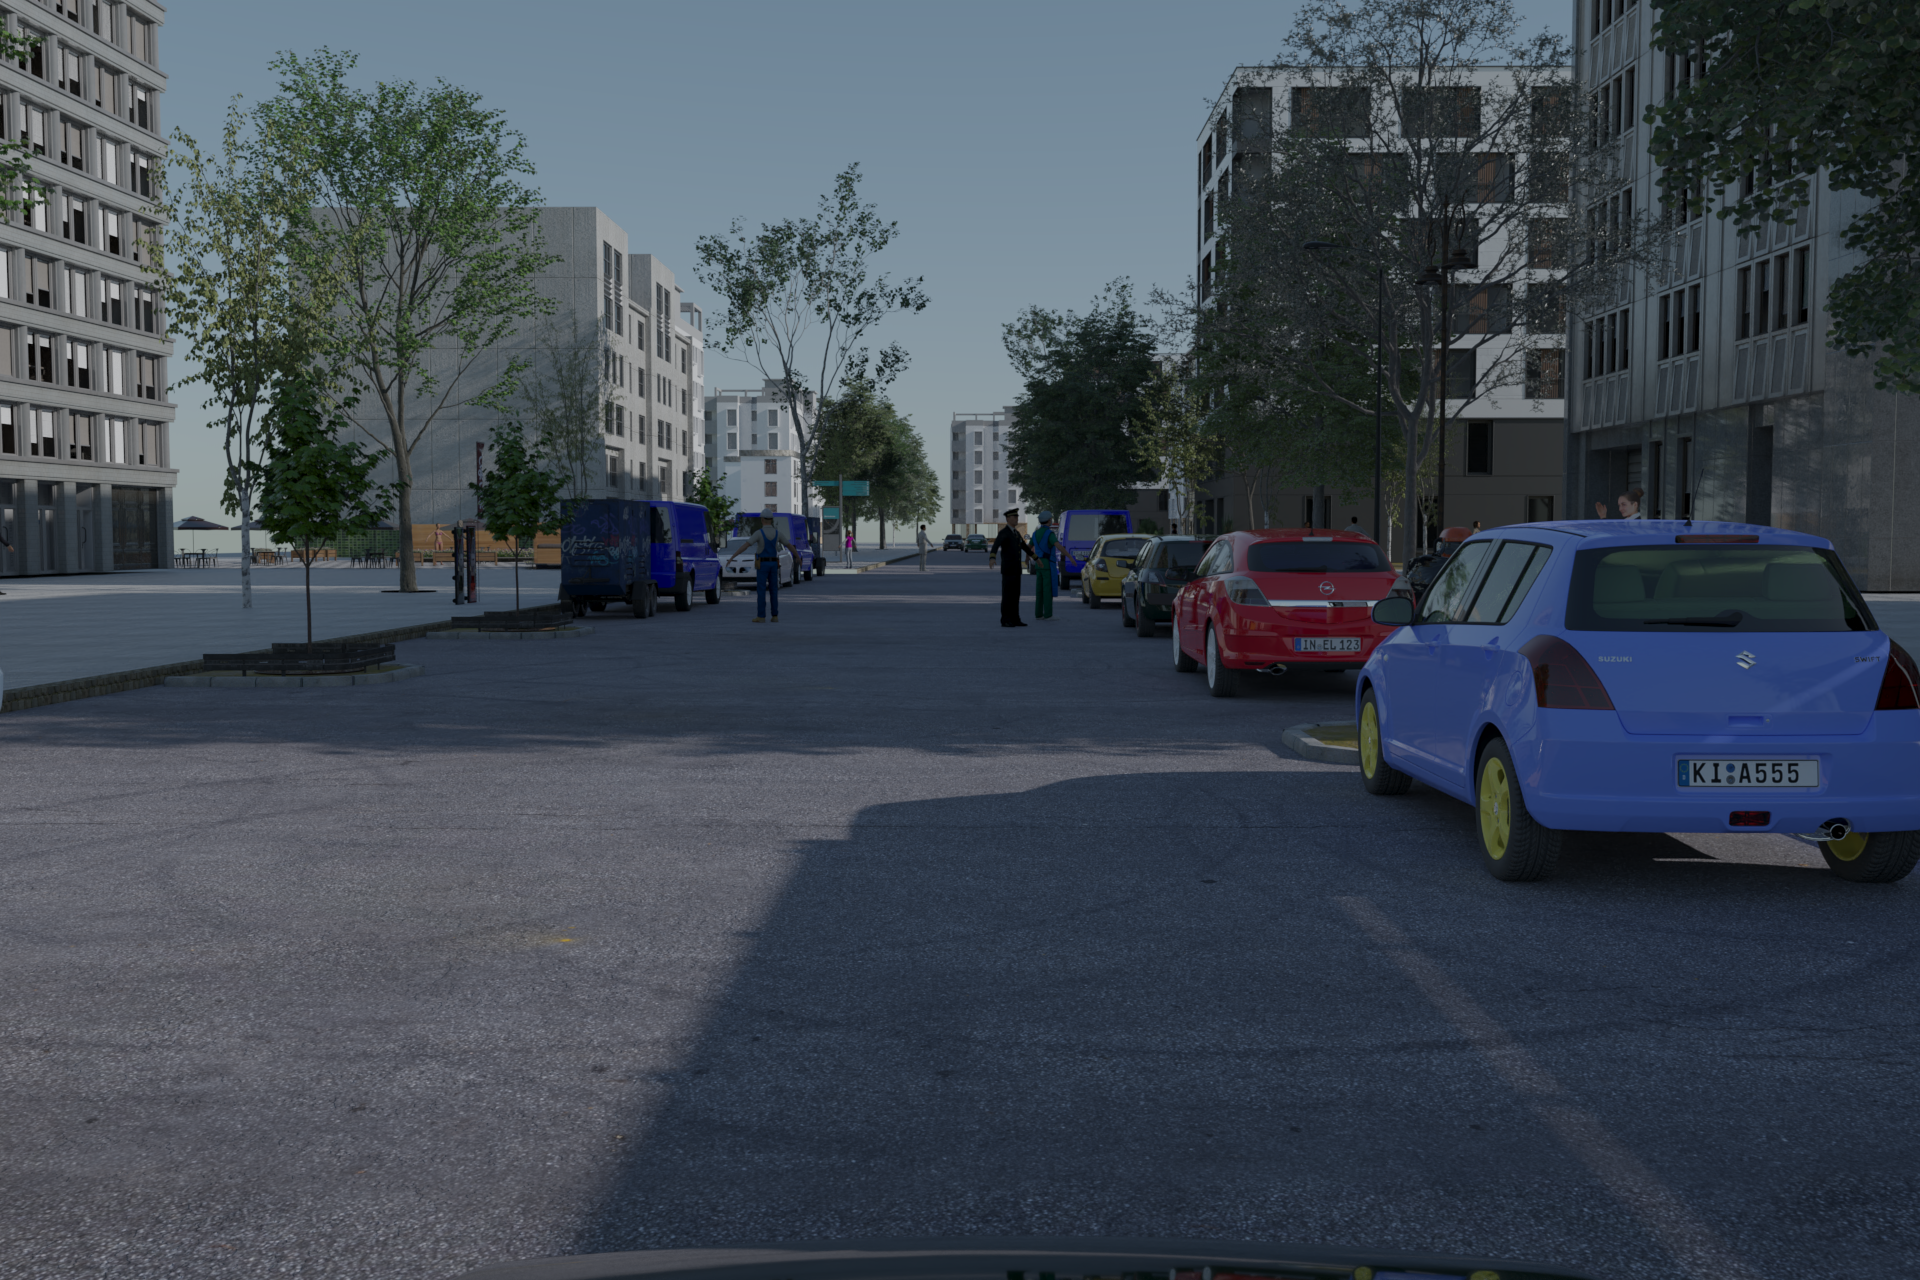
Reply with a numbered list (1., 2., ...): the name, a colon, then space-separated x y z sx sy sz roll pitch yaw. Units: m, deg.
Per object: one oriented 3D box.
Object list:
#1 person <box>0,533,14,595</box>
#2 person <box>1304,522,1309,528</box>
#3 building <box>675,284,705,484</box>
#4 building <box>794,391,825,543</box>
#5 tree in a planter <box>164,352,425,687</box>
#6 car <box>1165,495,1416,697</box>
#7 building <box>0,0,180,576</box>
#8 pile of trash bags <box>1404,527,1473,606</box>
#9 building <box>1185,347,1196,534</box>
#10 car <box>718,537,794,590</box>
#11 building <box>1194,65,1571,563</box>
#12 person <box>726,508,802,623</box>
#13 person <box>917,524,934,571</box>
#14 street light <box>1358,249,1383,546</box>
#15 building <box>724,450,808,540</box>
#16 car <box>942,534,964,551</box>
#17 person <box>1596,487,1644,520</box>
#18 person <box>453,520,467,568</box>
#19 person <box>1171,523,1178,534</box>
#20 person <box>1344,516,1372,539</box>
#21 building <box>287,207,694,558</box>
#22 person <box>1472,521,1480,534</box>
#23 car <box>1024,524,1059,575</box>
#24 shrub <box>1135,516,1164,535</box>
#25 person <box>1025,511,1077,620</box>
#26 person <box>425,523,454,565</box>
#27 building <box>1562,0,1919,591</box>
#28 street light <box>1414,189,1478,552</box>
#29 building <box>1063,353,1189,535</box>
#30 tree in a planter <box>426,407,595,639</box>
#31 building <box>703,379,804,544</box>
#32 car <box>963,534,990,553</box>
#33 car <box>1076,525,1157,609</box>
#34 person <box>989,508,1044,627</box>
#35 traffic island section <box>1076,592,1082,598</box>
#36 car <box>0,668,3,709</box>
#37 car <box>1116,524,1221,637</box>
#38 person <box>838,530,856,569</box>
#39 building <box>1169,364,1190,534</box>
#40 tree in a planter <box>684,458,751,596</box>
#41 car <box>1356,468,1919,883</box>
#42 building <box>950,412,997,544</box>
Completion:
1. person: -20.217 -1.846 36.226 0.704 1.823 1.345 0 4 -5
2. person: 14.868 -4.158 74.210 0.704 1.802 1.346 3 5 41
3. building: -26.494 -16.824 131.495 16.016 20.090 11.380 0 4 1
4. building: -24.139 -22.802 229.237 16.016 20.090 11.380 0 4 1
5. tree in a planter: -6.466 -1.217 17.121 1.991 3.239 1.994 0 4 1
6. car: 3.109 -0.468 16.689 2.155 1.783 4.494 0 4 1
7. building: -30.909 -12.476 50.651 8.464 21.280 15.925 0 4 1
8. pile of trash bags: 6.254 -0.669 20.697 1.912 1.369 3.447 0 4 1
9. building: 28.440 -18.717 136.953 19.493 23.208 18.063 0 4 1
10. car: -5.490 -2.034 45.610 2.083 1.381 4.827 0 4 1
11. building: 26.202 -15.182 92.203 27.936 21.610 32.646 0 4 1
12. person: -3.146 -1.213 28.151 1.347 1.847 0.705 -2 4 -31
13. person: -1.398 -3.563 66.898 0.705 1.806 1.347 -2 4 -26
14. street light: 7.215 -3.367 27.594 1.470 5.913 1.316 0 4 1
15. building: -20.908 -14.959 186.732 9.099 9.664 28.070 0 4 1
16. car: -0.527 -8.379 146.777 2.009 1.686 4.222 0 4 1
17. person: 6.268 -0.598 16.616 0.445 1.727 0.742 -2 4 -25
18. person: -18.896 -3.635 65.553 0.705 1.813 1.348 -3 5 -39
19. person: 10.729 -4.953 87.119 0.704 1.843 1.345 1 4 23
20. person: 11.816 -2.802 51.972 1.344 1.810 0.704 0 4 4
21. building: -27.817 -14.876 109.679 16.747 18.905 31.486 0 4 1
22. person: 17.990 -3.260 60.053 0.721 1.744 1.215 2 4 33
23. car: 3.469 -3.292 62.504 2.281 1.827 5.304 0 4 1
24. shrub: 8.424 -4.511 77.802 1.661 2.075 1.752 0 3 0
25. person: 1.449 -1.239 28.842 0.704 1.817 1.347 -2 4 -34
26. person: -21.568 -3.970 71.712 1.217 1.733 0.721 -3 5 -39
27. building: 25.605 -14.002 46.195 12.078 24.872 19.932 0 4 1
28. street light: 6.609 -3.115 23.722 0.468 5.910 1.993 0 4 1
29. building: 26.373 -22.498 211.813 27.936 21.610 32.646 0 4 1
30. tree in a planter: -6.284 -1.668 24.496 1.991 3.239 1.994 0 4 1
31. building: -25.373 -21.741 211.882 16.016 20.090 11.380 0 4 1
32. car: 1.280 -7.568 135.531 2.131 1.459 4.920 0 4 1
33. car: 3.344 -1.489 34.572 2.015 1.641 3.980 0 4 1
34. person: 0.819 -1.123 26.753 0.705 1.837 1.347 3 4 37
35. traffic island section: 3.663 -1.014 39.437 1.991 0.108 1.994 0 4 1
36. car: -6.459 0.232 8.207 2.014 1.417 4.499 0 4 1
37. car: 3.336 -0.958 25.448 2.009 1.686 4.222 0 4 1
38. person: -4.154 -3.350 64.035 0.599 1.433 0.991 3 4 37
39. building: 28.135 -20.405 190.042 16.016 20.090 11.380 0 4 1
40. tree in a planter: -6.003 -2.668 40.840 1.991 3.239 1.994 0 4 2
41. car: 3.060 0.071 8.428 1.945 1.707 3.694 0 4 1
42. building: -1.164 -24.510 259.609 11.380 20.090 16.016 0 4 5
